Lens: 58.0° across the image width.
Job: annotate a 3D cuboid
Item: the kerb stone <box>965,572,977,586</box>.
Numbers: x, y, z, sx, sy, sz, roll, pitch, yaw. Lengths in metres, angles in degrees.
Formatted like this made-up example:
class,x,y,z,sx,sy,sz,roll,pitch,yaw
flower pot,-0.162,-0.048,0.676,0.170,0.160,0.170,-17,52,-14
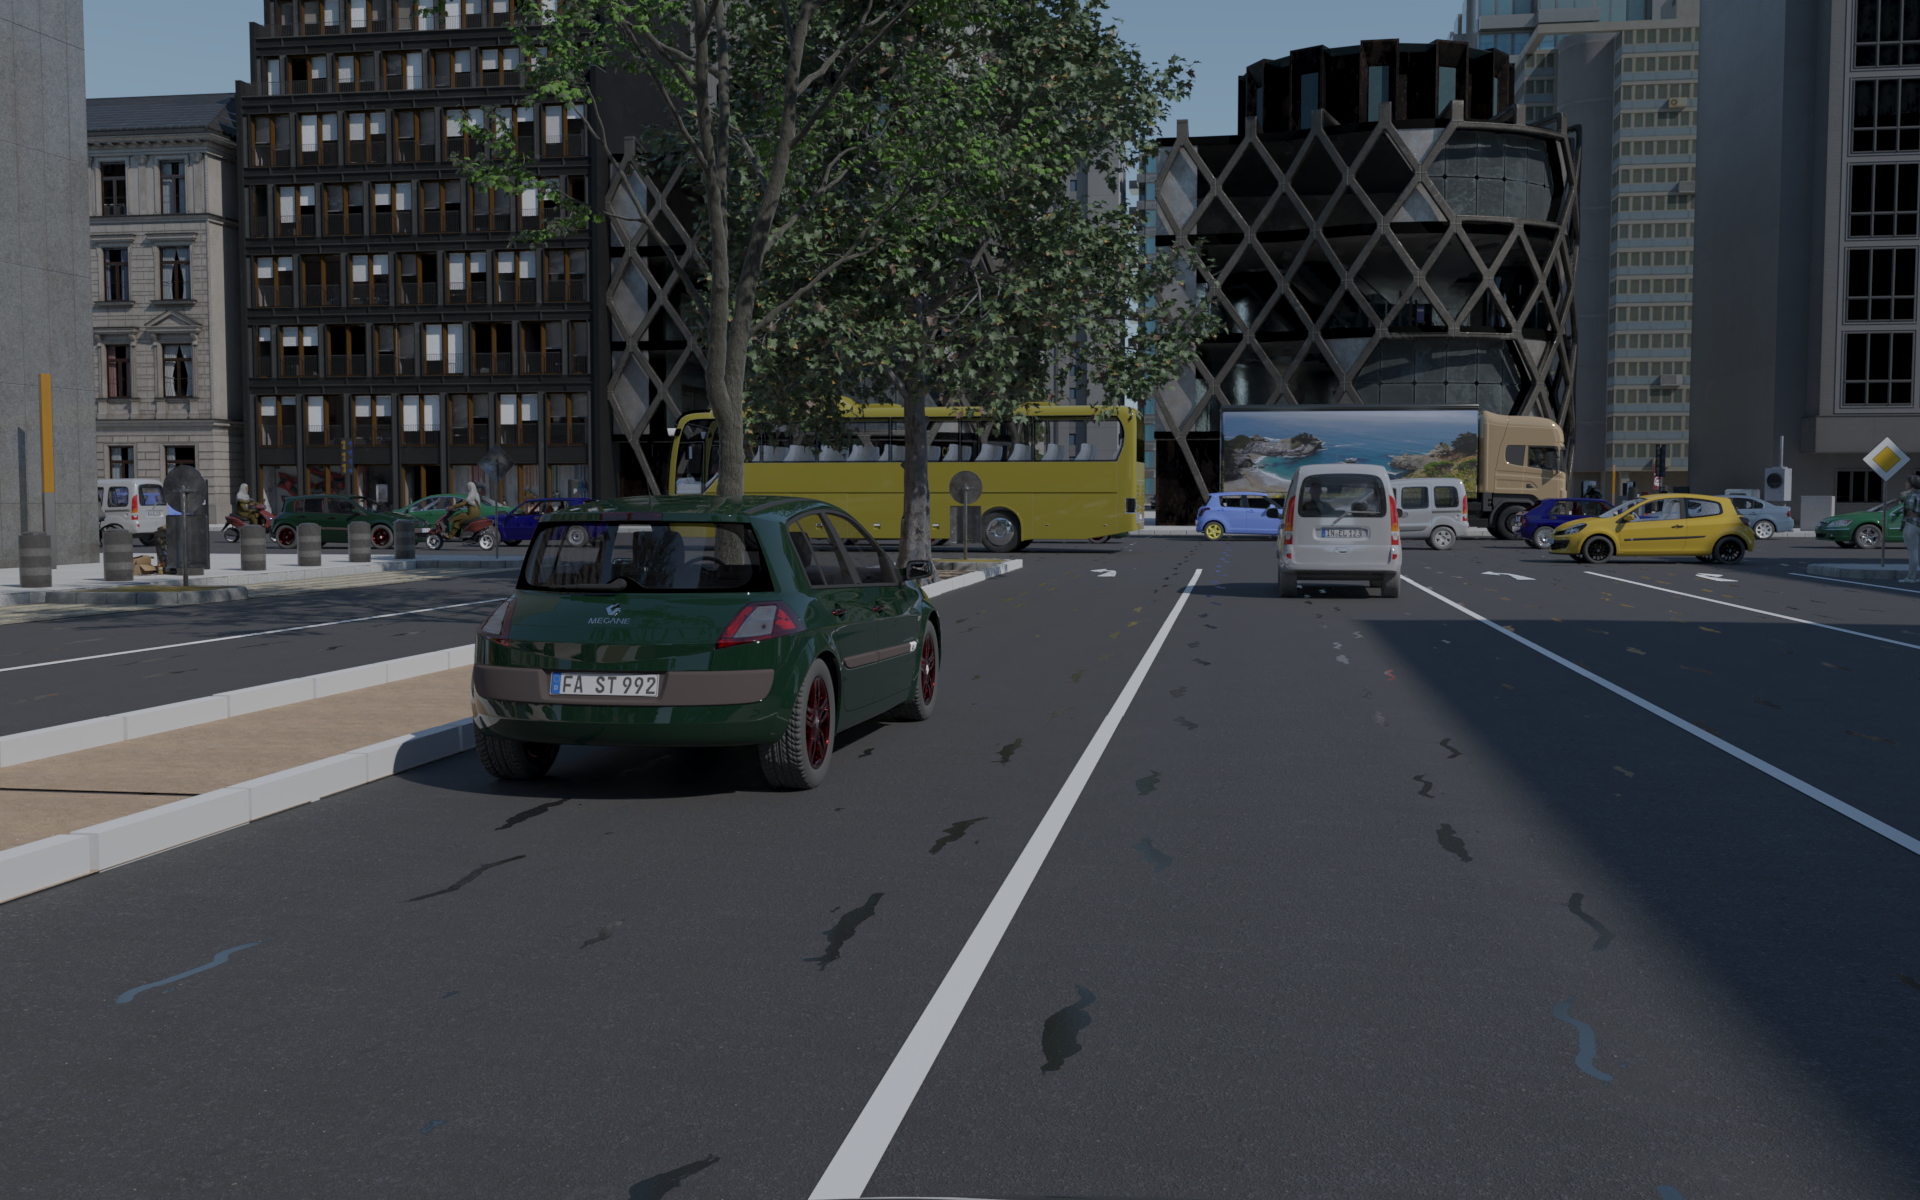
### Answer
class,x,y,z,sx,sy,sz,roll,pitch,yaw
kerb stone,0.089,-0.315,27.339,0.120,0.150,1.000,1,4,9

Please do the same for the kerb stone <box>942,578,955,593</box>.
class,x,y,z,sx,sy,sz,roll,pitch,yaw
kerb stone,-0.254,-0.190,25.312,0.120,0.150,1.000,1,4,9

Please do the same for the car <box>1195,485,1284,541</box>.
class,x,y,z,sx,sy,sz,roll,pitch,yaw
car,9.101,-2.670,53.241,3.694,1.707,1.945,1,4,9

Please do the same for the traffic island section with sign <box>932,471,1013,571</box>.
class,x,y,z,sx,sy,sz,roll,pitch,yaw
traffic island section with sign,0.005,-1.537,33.266,2.006,1.907,1.989,1,4,9

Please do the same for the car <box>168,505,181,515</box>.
class,x,y,z,sx,sy,sz,roll,pitch,yaw
car,-29.333,-3.154,61.163,3.694,1.707,1.945,1,4,9

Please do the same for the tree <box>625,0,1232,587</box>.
class,x,y,z,sx,sy,sz,roll,pitch,yaw
tree,-0.680,-6.564,26.786,9.611,12.733,9.660,0,3,0

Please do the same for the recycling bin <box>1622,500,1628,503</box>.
class,x,y,z,sx,sy,sz,roll,pitch,yaw
recycling bin,42.180,-5.879,108.675,0.722,1.027,0.722,-2,4,-34

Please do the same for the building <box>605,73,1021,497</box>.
class,x,y,z,sx,sy,sz,roll,pitch,yaw
building,-5.210,-12.772,76.281,16.811,18.784,16.820,1,4,9

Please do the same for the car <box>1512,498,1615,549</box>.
class,x,y,z,sx,sy,sz,roll,pitch,yaw
car,16.617,-2.015,45.528,3.894,1.354,1.945,1,4,10

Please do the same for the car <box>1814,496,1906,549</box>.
class,x,y,z,sx,sy,sz,roll,pitch,yaw
car,25.162,-2.065,45.556,4.920,1.459,2.131,1,4,10

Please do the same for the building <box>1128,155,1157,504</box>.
class,x,y,z,sx,sy,sz,roll,pitch,yaw
building,38.284,-37.567,233.825,30.456,49.044,23.786,1,4,9

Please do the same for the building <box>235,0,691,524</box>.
class,x,y,z,sx,sy,sz,roll,pitch,yaw
building,-21.511,-15.163,77.597,15.834,23.373,12.332,1,4,9

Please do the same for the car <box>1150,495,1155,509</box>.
class,x,y,z,sx,sy,sz,roll,pitch,yaw
car,19.689,-9.799,170.002,2.009,1.686,4.222,1,4,10

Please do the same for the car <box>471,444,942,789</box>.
class,x,y,z,sx,sy,sz,roll,pitch,yaw
car,-1.249,-0.008,9.918,2.009,1.686,4.222,1,4,11

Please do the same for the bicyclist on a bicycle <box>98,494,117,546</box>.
class,x,y,z,sx,sy,sz,roll,pitch,yaw
bicyclist on a bicycle,-22.733,-2.159,45.318,1.625,1.676,1.499,0,4,8

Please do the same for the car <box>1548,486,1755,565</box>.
class,x,y,z,sx,sy,sz,roll,pitch,yaw
car,14.380,-1.585,36.140,3.980,1.641,2.015,0,4,8

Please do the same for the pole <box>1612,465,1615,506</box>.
class,x,y,z,sx,sy,sz,roll,pitch,yaw
pole,45.648,-7.775,120.957,0.158,3.312,0.155,0,3,0

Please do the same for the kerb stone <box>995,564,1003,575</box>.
class,x,y,z,sx,sy,sz,roll,pitch,yaw
kerb stone,0.577,-0.494,30.385,0.120,0.150,1.000,1,4,9

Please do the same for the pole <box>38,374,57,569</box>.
class,x,y,z,sx,sy,sz,roll,pitch,yaw
pole,-15.531,-2.179,29.472,0.158,3.312,0.155,0,3,0

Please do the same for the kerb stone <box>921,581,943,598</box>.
class,x,y,z,sx,sy,sz,roll,pitch,yaw
kerb stone,-0.413,-0.129,24.298,0.120,0.150,1.000,1,4,9

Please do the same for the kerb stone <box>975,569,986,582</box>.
class,x,y,z,sx,sy,sz,roll,pitch,yaw
kerb stone,0.252,-0.377,28.358,0.120,0.150,1.000,1,4,9

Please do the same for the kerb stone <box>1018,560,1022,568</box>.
class,x,y,z,sx,sy,sz,roll,pitch,yaw
kerb stone,1.080,-0.687,33.427,0.120,0.150,1.000,1,4,9

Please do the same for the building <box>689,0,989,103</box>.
class,x,y,z,sx,sy,sz,roll,pitch,yaw
building,-12.215,-33.973,144.692,28.713,52.752,27.495,1,4,9

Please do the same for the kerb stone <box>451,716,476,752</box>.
class,x,y,z,sx,sy,sz,roll,pitch,yaw
kerb stone,-2.738,0.740,10.103,0.120,0.150,1.000,1,4,9

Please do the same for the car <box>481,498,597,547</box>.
class,x,y,z,sx,sy,sz,roll,pitch,yaw
car,-11.426,-2.129,47.392,3.894,1.354,1.945,1,4,9

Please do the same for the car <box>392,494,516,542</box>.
class,x,y,z,sx,sy,sz,roll,pitch,yaw
car,-15.603,-2.477,52.304,4.920,1.459,2.131,0,4,8

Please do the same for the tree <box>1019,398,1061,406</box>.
class,x,y,z,sx,sy,sz,roll,pitch,yaw
tree,4.046,-12.758,130.645,6.751,12.117,7.091,0,3,0

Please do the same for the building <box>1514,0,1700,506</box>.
class,x,y,z,sx,sy,sz,roll,pitch,yaw
building,56.422,-27.239,137.238,32.217,40.220,23.993,1,4,9

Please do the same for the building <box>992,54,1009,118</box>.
class,x,y,z,sx,sy,sz,roll,pitch,yaw
building,-2.887,-33.993,179.489,21.600,48.544,21.300,1,4,9

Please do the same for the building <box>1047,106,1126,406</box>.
class,x,y,z,sx,sy,sz,roll,pitch,yaw
building,8.431,-42.537,237.472,28.212,58.520,21.231,1,4,9

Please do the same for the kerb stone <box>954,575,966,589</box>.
class,x,y,z,sx,sy,sz,roll,pitch,yaw
kerb stone,-0.085,-0.252,26.324,0.120,0.150,1.000,1,4,9

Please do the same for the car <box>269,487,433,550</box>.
class,x,y,z,sx,sy,sz,roll,pitch,yaw
car,-16.059,-2.195,45.682,4.222,1.686,2.009,0,4,7

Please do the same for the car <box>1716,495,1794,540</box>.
class,x,y,z,sx,sy,sz,roll,pitch,yaw
car,24.045,-2.639,55.149,4.499,1.417,2.014,1,4,11

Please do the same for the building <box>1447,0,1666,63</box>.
class,x,y,z,sx,sy,sz,roll,pitch,yaw
building,56.975,-33.321,164.413,23.786,49.044,30.456,1,4,9

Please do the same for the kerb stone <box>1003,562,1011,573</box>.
class,x,y,z,sx,sy,sz,roll,pitch,yaw
kerb stone,0.748,-0.563,31.397,0.120,0.150,1.000,1,4,9

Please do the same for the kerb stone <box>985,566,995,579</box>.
class,x,y,z,sx,sy,sz,roll,pitch,yaw
kerb stone,0.417,-0.439,29.371,0.120,0.150,1.000,1,4,9

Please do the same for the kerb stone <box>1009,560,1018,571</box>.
class,x,y,z,sx,sy,sz,roll,pitch,yaw
kerb stone,0.918,-0.625,32.409,0.120,0.150,1.000,1,4,9

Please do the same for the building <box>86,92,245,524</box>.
class,x,y,z,sx,sy,sz,roll,pitch,yaw
building,-39.621,-13.096,78.749,19.286,19.102,10.561,1,4,9

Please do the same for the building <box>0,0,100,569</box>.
class,x,y,z,sx,sy,sz,roll,pitch,yaw
building,-26.792,-12.793,27.181,19.932,24.808,12.078,1,4,9

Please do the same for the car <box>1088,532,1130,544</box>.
class,x,y,z,sx,sy,sz,roll,pitch,yaw
car,2.893,-2.516,50.925,4.222,1.686,2.009,1,4,10

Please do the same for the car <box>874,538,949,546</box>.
class,x,y,z,sx,sy,sz,roll,pitch,yaw
car,-2.075,-2.369,48.513,4.222,1.686,2.009,1,4,10

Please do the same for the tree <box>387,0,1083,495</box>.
class,x,y,z,sx,sy,sz,roll,pitch,yaw
tree,-2.192,-5.398,16.466,9.928,11.665,9.643,0,3,0

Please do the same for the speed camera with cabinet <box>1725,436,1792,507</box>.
class,x,y,z,sx,sy,sz,roll,pitch,yaw
speed camera with cabinet,27.399,-3.985,59.485,0.660,3.252,2.038,-3,5,-41

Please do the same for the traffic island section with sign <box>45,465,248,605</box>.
class,x,y,z,sx,sy,sz,roll,pitch,yaw
traffic island section with sign,-10.765,-0.897,23.286,1.989,1.847,2.006,1,4,9

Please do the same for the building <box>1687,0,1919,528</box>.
class,x,y,z,sx,sy,sz,roll,pitch,yaw
building,42.960,-16.756,67.472,24.014,27.812,14.314,1,4,9

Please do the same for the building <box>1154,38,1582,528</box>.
class,x,y,z,sx,sy,sz,roll,pitch,yaw
building,16.965,-12.575,73.056,16.811,18.784,16.820,1,4,9
